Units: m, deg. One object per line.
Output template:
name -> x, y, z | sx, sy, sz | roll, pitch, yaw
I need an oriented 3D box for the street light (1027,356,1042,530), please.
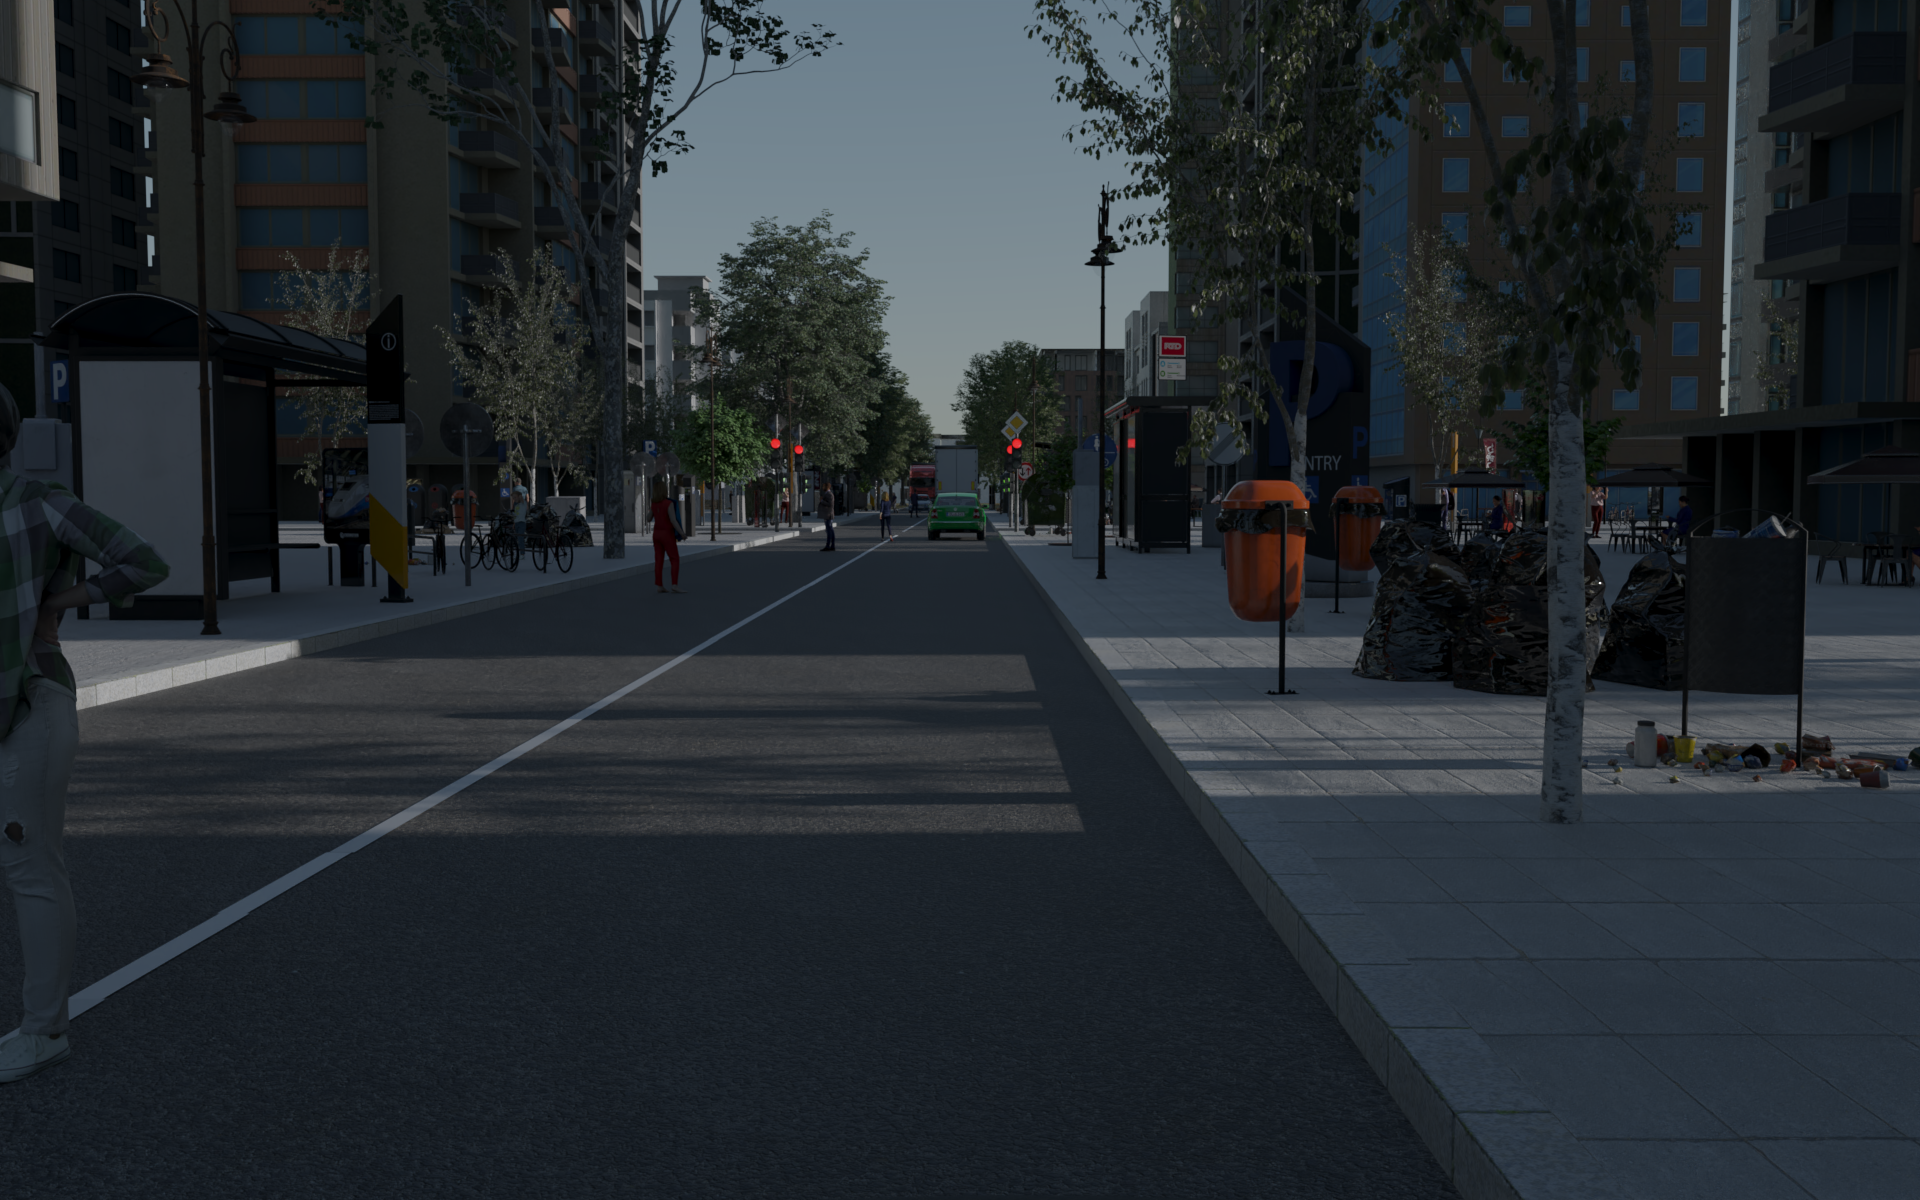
street light -> 2.472, -5.224, 58.201 | 0.468, 5.910, 1.993 | 0, 4, 0

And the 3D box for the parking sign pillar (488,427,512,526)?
parking sign pillar -> -18.189, -4.947, 69.353 | 1.447, 3.967, 1.447 | -1, 4, -11

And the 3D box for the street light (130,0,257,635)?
street light -> -6.850, -2.622, 15.659 | 0.468, 5.910, 1.993 | 0, 4, 0

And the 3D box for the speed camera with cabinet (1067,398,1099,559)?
speed camera with cabinet -> 2.604, -2.498, 35.186 | 0.660, 3.252, 2.038 | 0, 4, 6

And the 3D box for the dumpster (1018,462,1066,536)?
dumpster -> 2.609, -3.106, 53.273 | 1.502, 2.255, 1.985 | 0, 4, 0

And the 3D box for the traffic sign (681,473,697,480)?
traffic sign -> -10.340, -4.094, 66.939 | 0.884, 2.594, 0.081 | 0, 4, 5

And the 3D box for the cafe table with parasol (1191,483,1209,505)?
cafe table with parasol -> 14.366, -6.267, 107.328 | 2.610, 1.966, 2.610 | -1, 4, -18

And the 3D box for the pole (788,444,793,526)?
pole -> -6.831, -4.651, 69.882 | 0.158, 3.312, 0.155 | 0, 3, 0

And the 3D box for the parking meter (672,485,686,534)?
parking meter -> -7.899, -2.459, 48.621 | 0.372, 1.533, 0.369 | 0, 3, 0

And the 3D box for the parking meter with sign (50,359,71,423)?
parking meter with sign -> -11.170, -1.653, 23.295 | 0.543, 3.016, 1.738 | 3, 5, 40

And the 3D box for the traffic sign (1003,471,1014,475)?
traffic sign -> 2.355, -4.836, 78.798 | 0.795, 2.593, 0.064 | 0, 4, 3

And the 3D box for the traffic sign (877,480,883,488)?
traffic sign -> -6.505, -8.458, 138.390 | 0.768, 2.556, 0.104 | 1, 4, 9

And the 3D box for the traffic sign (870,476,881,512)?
traffic sign -> -5.972, -7.506, 122.826 | 0.768, 2.556, 0.104 | 0, 4, 5

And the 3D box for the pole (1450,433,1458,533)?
pole -> 16.187, -3.848, 56.764 | 0.158, 3.312, 0.155 | 0, 3, 0

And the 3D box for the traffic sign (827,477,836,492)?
traffic sign -> -7.793, -6.257, 104.434 | 0.606, 2.300, 0.079 | 0, 4, 7

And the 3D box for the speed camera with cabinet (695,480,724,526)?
speed camera with cabinet -> -10.623, -4.655, 70.446 | 2.038, 3.252, 0.660 | 1, 4, 21

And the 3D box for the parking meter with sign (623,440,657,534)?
parking meter with sign -> -10.672, -3.693, 56.641 | 1.738, 3.016, 0.543 | 3, 5, 41

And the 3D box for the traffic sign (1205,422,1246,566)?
traffic sign -> 4.700, -1.880, 30.842 | 0.768, 2.556, 0.104 | 0, 4, 5

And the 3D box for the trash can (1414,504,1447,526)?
trash can -> 6.824, -0.859, 25.701 | 0.748, 1.137, 0.748 | 0, 3, 0

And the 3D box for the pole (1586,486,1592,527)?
pole -> 24.308, -4.468, 66.896 | 0.158, 3.312, 0.155 | 0, 3, 0

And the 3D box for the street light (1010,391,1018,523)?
street light -> 2.478, -6.411, 77.601 | 0.468, 5.910, 1.993 | 0, 4, 0

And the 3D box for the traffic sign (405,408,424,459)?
traffic sign -> -8.268, -1.556, 25.554 | 0.768, 2.556, 0.104 | 1, 4, 9

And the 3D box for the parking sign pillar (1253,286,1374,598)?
parking sign pillar -> 4.527, -2.046, 21.929 | 1.447, 3.967, 1.447 | -3, 5, -42

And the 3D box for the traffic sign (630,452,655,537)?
traffic sign -> -9.584, -3.191, 52.281 | 0.768, 2.556, 0.104 | 0, 4, 2

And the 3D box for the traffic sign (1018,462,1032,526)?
traffic sign -> 2.606, -4.214, 69.000 | 0.768, 2.556, 0.104 | 0, 4, 3

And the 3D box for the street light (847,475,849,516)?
street light -> -6.415, -7.724, 99.068 | 0.468, 5.910, 1.993 | 0, 4, 0

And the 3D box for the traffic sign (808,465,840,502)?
traffic sign -> -9.641, -7.882, 122.736 | 2.265, 3.308, 0.079 | 0, 4, 3

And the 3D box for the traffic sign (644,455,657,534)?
traffic sign -> -10.021, -3.384, 55.437 | 0.768, 2.556, 0.104 | 1, 4, 10

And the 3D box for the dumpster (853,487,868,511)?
dumpster -> -7.472, -7.523, 128.762 | 1.264, 1.857, 1.865 | 0, 4, 0

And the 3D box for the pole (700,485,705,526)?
pole -> -10.286, -4.599, 69.037 | 0.158, 3.312, 0.155 | 0, 3, 0

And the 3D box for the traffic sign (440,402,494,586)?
traffic sign -> -6.855, -1.465, 24.061 | 0.768, 2.556, 0.104 | 0, 4, 5

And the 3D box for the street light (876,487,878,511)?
street light -> -6.310, -9.684, 131.119 | 0.468, 5.910, 1.993 | 0, 4, 0

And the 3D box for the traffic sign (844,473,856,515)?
traffic sign -> -6.714, -6.464, 105.795 | 0.768, 2.556, 0.104 | 1, 4, 9

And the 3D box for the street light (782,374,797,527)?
street light -> -6.563, -5.752, 66.825 | 0.468, 5.910, 1.993 | 0, 4, 0

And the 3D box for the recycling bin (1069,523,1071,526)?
recycling bin -> 4.748, -3.495, 69.703 | 0.722, 1.027, 0.722 | 2, 4, 24

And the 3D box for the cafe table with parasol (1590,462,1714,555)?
cafe table with parasol -> 14.874, -1.981, 37.254 | 2.610, 1.966, 2.610 | 1, 4, 11

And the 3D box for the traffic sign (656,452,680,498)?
traffic sign -> -8.904, -3.221, 52.772 | 0.768, 2.556, 0.104 | 1, 4, 8

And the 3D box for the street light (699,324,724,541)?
street light -> -6.744, -4.547, 47.126 | 0.468, 5.910, 1.993 | 0, 4, 0

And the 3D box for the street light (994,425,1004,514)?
street light -> 2.583, -8.335, 109.069 | 0.468, 5.910, 1.993 | 0, 4, 0

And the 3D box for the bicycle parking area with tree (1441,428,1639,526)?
bicycle parking area with tree -> 24.647, -5.301, 73.677 | 8.231, 4.147, 9.016 | 3, 4, 39

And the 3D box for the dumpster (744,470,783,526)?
dumpster -> -8.049, -4.155, 70.422 | 1.502, 2.255, 1.985 | 0, 4, 0

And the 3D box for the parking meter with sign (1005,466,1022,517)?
parking meter with sign -> 3.463, -6.191, 97.478 | 1.738, 3.016, 0.543 | 2, 4, 25

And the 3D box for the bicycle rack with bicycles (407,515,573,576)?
bicycle rack with bicycles -> -7.901, -0.925, 28.514 | 2.852, 0.926, 2.925 | -2, 4, -30

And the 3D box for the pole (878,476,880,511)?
pole -> -6.305, -8.610, 134.618 | 0.158, 3.312, 0.155 | 0, 3, 0

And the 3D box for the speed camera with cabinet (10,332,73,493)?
speed camera with cabinet -> -10.646, -1.669, 21.617 | 2.038, 3.252, 0.660 | -1, 4, -16

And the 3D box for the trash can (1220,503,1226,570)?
trash can -> 4.566, -0.994, 27.906 | 0.748, 1.137, 0.748 | 0, 3, 0

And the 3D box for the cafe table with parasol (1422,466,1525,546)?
cafe table with parasol -> 12.562, -2.300, 42.474 | 2.610, 1.966, 2.610 | -3, 4, -38

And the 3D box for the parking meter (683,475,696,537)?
parking meter -> -8.123, -2.831, 51.999 | 0.255, 1.863, 0.399 | 1, 4, 12

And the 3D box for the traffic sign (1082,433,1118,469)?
traffic sign -> 2.928, -2.224, 36.470 | 0.768, 2.556, 0.104 | 0, 4, 6

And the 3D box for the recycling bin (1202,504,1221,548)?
recycling bin -> 6.321, -1.787, 41.774 | 0.722, 1.027, 0.722 | -3, 5, -44

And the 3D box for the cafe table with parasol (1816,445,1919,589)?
cafe table with parasol -> 13.020, -1.188, 24.285 | 2.610, 1.966, 2.610 | -1, 4, -14

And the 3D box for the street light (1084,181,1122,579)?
street light -> 2.140, -3.256, 26.017 | 0.468, 5.910, 1.993 | 0, 4, 0
